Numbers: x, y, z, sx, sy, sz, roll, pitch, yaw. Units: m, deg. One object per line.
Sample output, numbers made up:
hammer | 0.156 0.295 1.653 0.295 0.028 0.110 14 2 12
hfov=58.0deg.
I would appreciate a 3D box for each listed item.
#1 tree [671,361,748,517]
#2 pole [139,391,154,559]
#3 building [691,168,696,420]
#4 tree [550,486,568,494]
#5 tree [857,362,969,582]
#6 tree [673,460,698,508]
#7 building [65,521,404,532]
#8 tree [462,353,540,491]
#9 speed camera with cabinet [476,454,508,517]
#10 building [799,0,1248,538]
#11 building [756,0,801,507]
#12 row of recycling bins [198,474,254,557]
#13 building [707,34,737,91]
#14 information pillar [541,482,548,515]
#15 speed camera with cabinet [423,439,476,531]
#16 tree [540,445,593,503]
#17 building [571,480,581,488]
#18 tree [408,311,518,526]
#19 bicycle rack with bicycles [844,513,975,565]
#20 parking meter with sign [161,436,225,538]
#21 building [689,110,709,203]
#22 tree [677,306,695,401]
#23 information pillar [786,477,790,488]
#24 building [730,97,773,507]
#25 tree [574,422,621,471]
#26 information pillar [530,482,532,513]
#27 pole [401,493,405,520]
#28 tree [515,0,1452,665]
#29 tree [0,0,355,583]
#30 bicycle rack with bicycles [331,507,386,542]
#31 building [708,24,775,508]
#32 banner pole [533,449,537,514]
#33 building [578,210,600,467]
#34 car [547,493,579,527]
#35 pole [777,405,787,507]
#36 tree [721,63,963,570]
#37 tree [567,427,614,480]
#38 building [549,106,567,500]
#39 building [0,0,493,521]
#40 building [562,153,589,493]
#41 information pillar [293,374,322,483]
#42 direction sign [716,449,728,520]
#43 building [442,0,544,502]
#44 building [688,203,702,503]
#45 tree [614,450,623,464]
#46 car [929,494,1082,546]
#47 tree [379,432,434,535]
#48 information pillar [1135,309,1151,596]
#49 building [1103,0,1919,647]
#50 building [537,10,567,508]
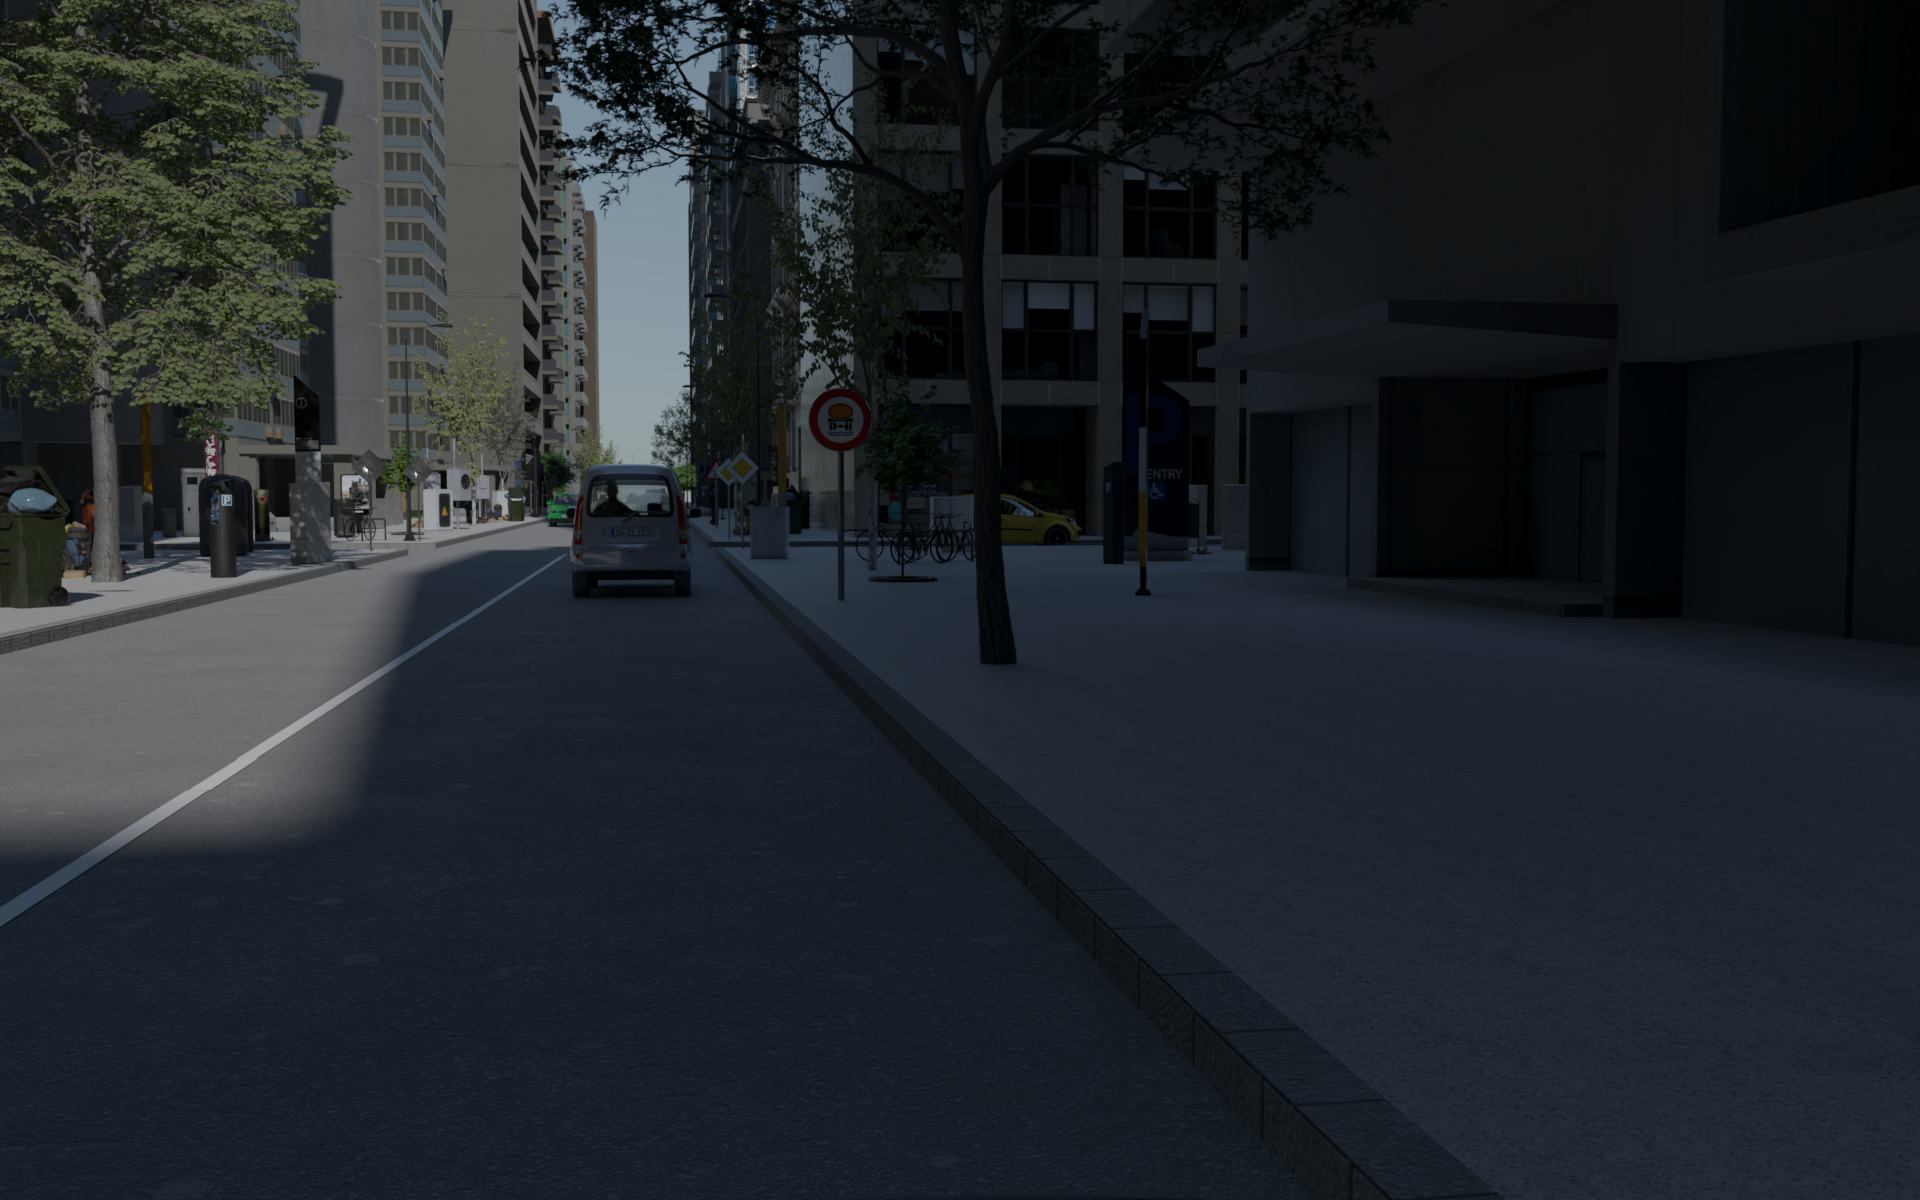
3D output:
tree | -13.599 -8.854 95.126 4.360 8.622 3.978 0 3 0
pole | -16.091 -2.472 34.265 0.158 3.312 0.155 0 3 0
building | -23.371 -36.999 224.548 23.786 49.044 30.456 -1 4 -10
tree | -31.513 -8.621 135.554 1.663 3.219 1.824 0 3 0
tree | -0.844 -1.883 25.395 1.663 3.219 1.824 0 3 0
tree | -27.630 -11.573 172.933 4.285 4.588 4.351 0 3 0
building | -38.390 -22.697 62.976 32.217 40.220 23.993 -1 4 -10
tree | -23.696 -8.525 89.744 4.360 8.622 3.978 0 3 0
speed camera with cabinet | -23.271 -5.631 86.410 2.038 3.252 0.660 -3 5 -41
building | 11.995 -15.784 62.592 34.151 26.468 19.350 -1 4 -10
building | -2.776 -18.405 88.307 14.401 28.519 23.554 -1 4 -10
row of recycling bins | -15.686 -1.827 36.991 1.069 1.692 3.534 -1 4 -19
building | -15.202 -34.389 181.862 23.786 49.044 30.456 -1 4 -10
information pillar | -25.148 -6.137 104.836 0.304 2.012 0.304 -2 4 -27
speed camera with cabinet | -18.114 -4.089 61.195 0.660 3.252 2.038 1 4 20
tree | -27.425 -8.103 116.198 4.285 4.588 4.351 0 3 0
building | -62.513 -31.886 213.209 32.217 40.220 23.993 -1 4 -10
tree | -19.579 -7.238 68.710 4.737 8.622 4.395 0 3 0
bicycle rack with bicycles | -0.805 -1.185 32.763 2.925 0.926 2.852 -3 5 -39
parking meter with sign | -22.825 -3.383 51.567 1.738 3.016 0.543 -2 4 -32
building | -30.907 -44.339 266.940 21.231 58.520 28.212 -1 4 -10
tree | -7.445 -6.660 59.246 4.737 8.622 4.395 0 3 0
information pillar | -7.640 -4.344 75.524 0.304 2.012 0.304 3 4 37
building | -7.171 -19.481 112.027 14.314 27.812 24.014 -1 4 -10
tree | -37.782 -13.979 178.919 4.737 8.622 4.395 0 3 0
information pillar | -25.288 -5.998 102.566 0.304 2.012 0.304 -2 4 -25
pole | -27.500 -5.605 85.485 0.158 3.312 0.155 0 3 0
tree | -0.049 -4.800 12.897 7.601 10.594 8.767 0 4 6
tree | -12.901 -6.545 25.139 7.486 12.596 7.792 0 3 0
bicycle rack with bicycles | -17.062 -2.072 47.267 2.852 0.926 2.925 0 4 3
building | -10.506 -51.218 150.086 22.319 86.520 31.000 -1 4 -10
banner pole | -23.581 -6.490 96.124 0.401 3.779 0.863 0 4 0
building | -62.382 -37.556 264.146 14.600 45.320 14.200 -1 4 -10
car | -17.255 -4.151 76.661 1.959 1.807 4.718 -1 4 -10
pole | -4.096 -2.816 39.886 0.158 3.312 0.155 0 3 0
tree | -1.685 -4.799 28.828 4.737 8.622 4.395 0 3 0
tree | -41.057 -14.683 190.430 4.360 8.622 3.978 0 3 0
building | -47.800 -30.127 176.164 14.154 41.232 14.086 -1 4 -10
building | -44.217 -25.183 103.617 32.217 40.220 23.993 -1 4 -10
building | -63.457 -37.982 240.620 23.786 49.044 30.456 -1 4 -10
information pillar | -12.776 -2.603 33.918 0.504 3.616 0.183 -1 4 -11
direction sign | -11.975 -5.826 87.247 0.876 3.537 0.379 3 4 38
building | -42.778 -30.867 128.380 21.300 48.544 21.600 -1 4 -10
building | -31.354 -34.396 245.966 14.154 41.232 14.086 -1 4 -10
tree | -55.638 -19.947 276.494 4.360 8.622 3.978 0 3 0
car | 1.204 -2.157 45.491 3.980 1.641 2.015 -1 4 -11
tree | -17.492 -3.649 54.267 1.663 3.219 1.824 0 3 0
information pillar | 2.314 -1.863 21.821 0.183 3.616 0.504 1 4 9
building | 17.796 -26.185 17.365 28.713 52.752 27.495 -1 4 -10
building | -46.936 -30.544 154.014 22.147 44.769 28.867 -1 4 -10
